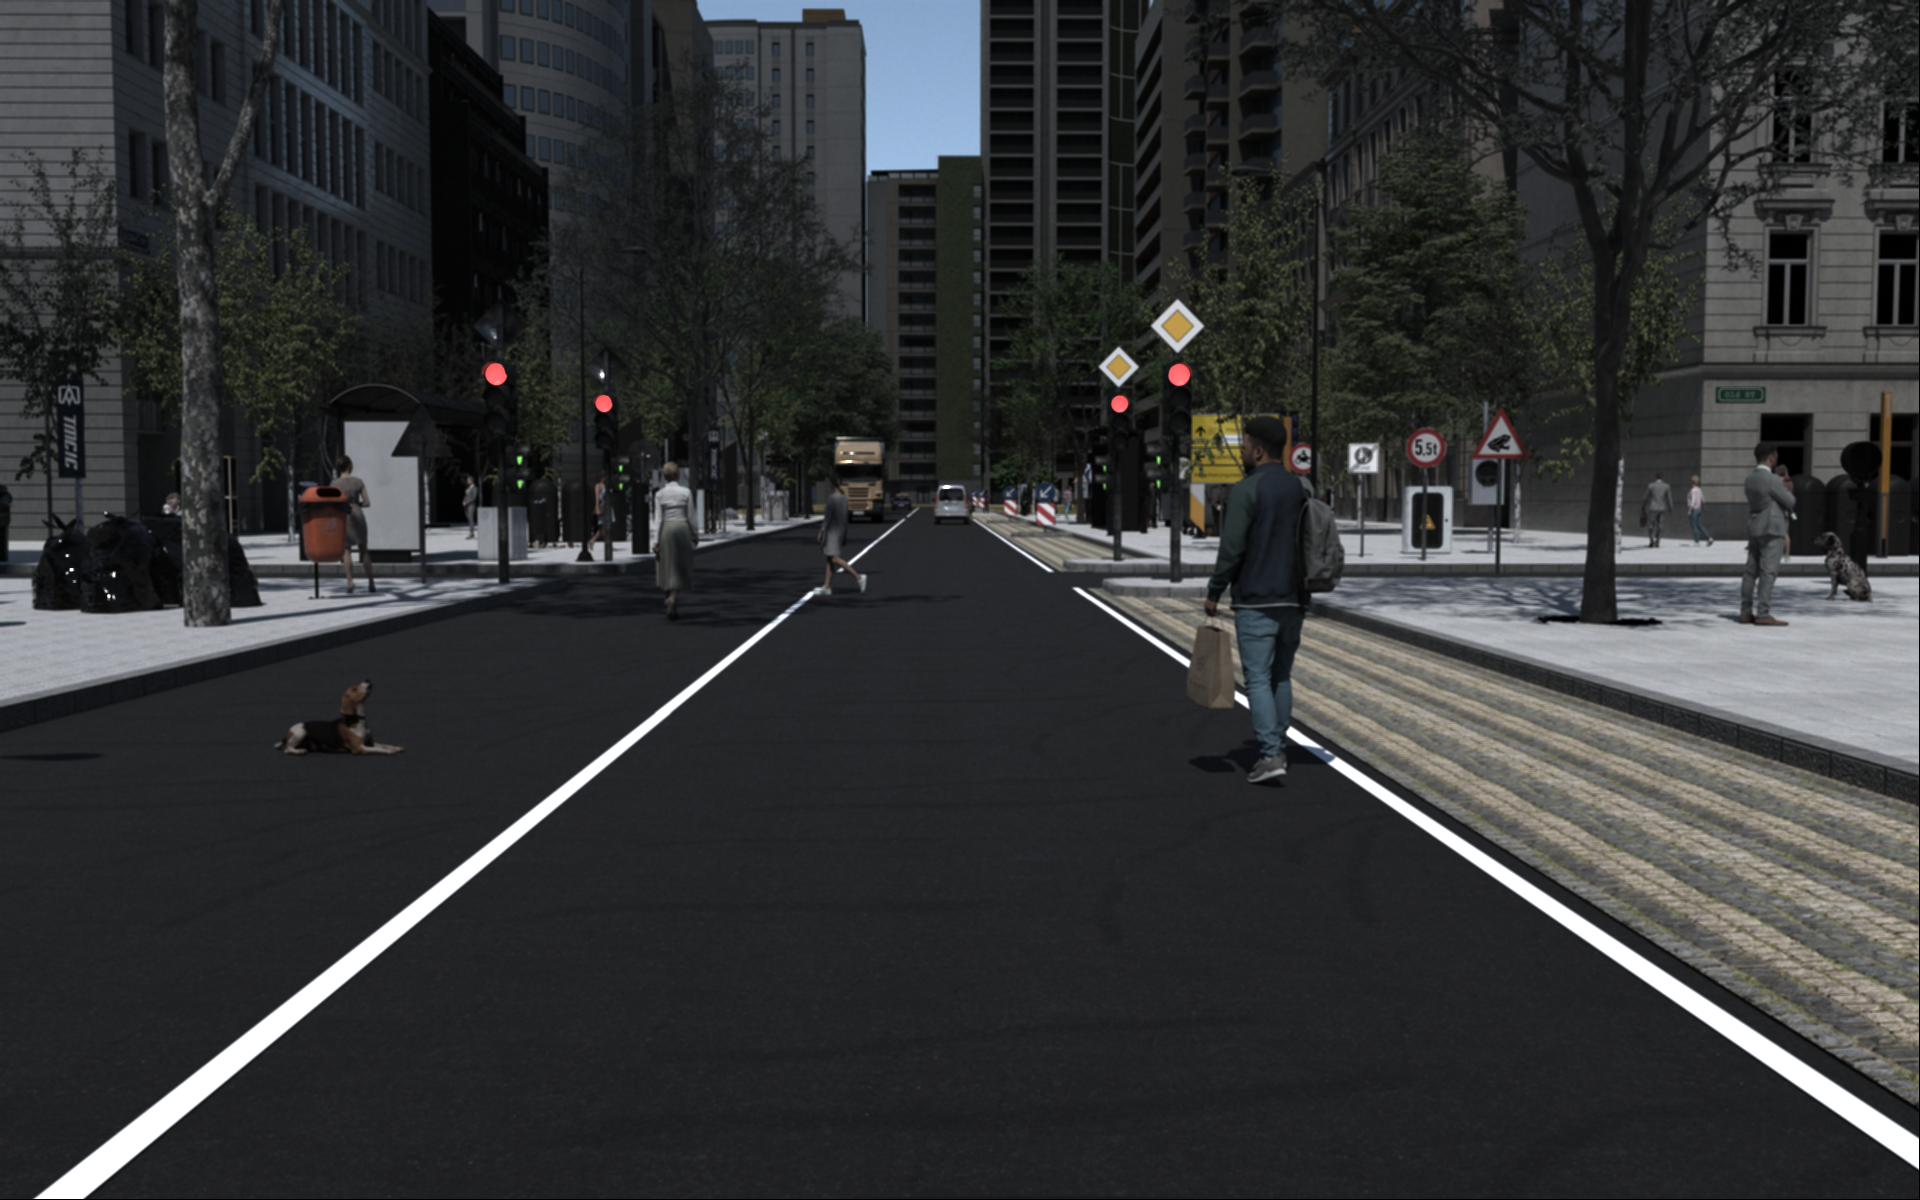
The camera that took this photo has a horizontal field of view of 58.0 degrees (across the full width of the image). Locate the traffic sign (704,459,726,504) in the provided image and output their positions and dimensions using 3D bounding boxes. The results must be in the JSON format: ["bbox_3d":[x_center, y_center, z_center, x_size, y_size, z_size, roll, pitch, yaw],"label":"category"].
[{"bbox_3d":[-8.497,-3.667,60.056,0.768,2.556,0.104,0,4,4],"label":"traffic sign"}]

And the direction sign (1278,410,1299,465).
[{"bbox_3d":[8.932,-3.380,47.262,0.379,3.537,0.876,-2,4,-27],"label":"direction sign"}]

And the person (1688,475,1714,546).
[{"bbox_3d":[18.150,-2.182,42.395,0.598,1.740,0.731,2,4,32],"label":"person"}]

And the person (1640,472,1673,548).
[{"bbox_3d":[16.734,-2.168,41.614,0.709,1.813,0.853,1,4,13],"label":"person"}]

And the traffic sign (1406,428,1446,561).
[{"bbox_3d":[8.957,-2.035,33.373,0.768,2.556,0.104,0,4,3],"label":"traffic sign"}]

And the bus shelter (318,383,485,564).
[{"bbox_3d":[-10.715,-2.476,34.404,2.014,3.302,5.546,0,4,-1],"label":"bus shelter"}]

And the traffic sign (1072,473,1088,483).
[{"bbox_3d":[6.007,-5.261,86.018,0.884,2.594,0.081,0,4,6],"label":"traffic sign"}]

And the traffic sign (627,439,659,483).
[{"bbox_3d":[-7.361,-2.454,40.232,0.768,2.556,0.104,0,4,6],"label":"traffic sign"}]

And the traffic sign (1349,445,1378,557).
[{"bbox_3d":[8.188,-2.023,35.213,0.606,2.300,0.079,0,4,6],"label":"traffic sign"}]

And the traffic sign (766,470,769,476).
[{"bbox_3d":[-9.731,-5.461,89.387,0.768,2.556,0.104,0,4,0],"label":"traffic sign"}]

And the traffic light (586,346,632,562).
[{"bbox_3d":[-6.670,-2.686,32.844,0.839,4.253,0.868,0,4,-1],"label":"traffic light"}]

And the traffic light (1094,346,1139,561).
[{"bbox_3d":[2.991,-2.696,32.995,0.839,4.253,0.868,0,4,-1],"label":"traffic light"}]

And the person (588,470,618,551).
[{"bbox_3d":[-8.068,-2.007,38.959,0.778,1.811,0.616,1,4,21],"label":"person"}]

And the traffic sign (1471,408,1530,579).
[{"bbox_3d":[8.162,-1.604,26.230,0.884,2.594,0.081,0,4,0],"label":"traffic sign"}]

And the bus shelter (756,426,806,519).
[{"bbox_3d":[-9.684,-7.119,94.025,2.179,5.291,8.768,0,4,-1],"label":"bus shelter"}]

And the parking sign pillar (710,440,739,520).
[{"bbox_3d":[-11.819,-6.008,86.695,1.447,3.967,1.447,-1,4,-19],"label":"parking sign pillar"}]

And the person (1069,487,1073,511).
[{"bbox_3d":[8.612,-7.831,134.166,0.705,1.812,1.348,0,4,7],"label":"person"}]

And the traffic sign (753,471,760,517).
[{"bbox_3d":[-11.313,-5.841,95.508,0.884,2.594,0.081,0,4,2],"label":"traffic sign"}]

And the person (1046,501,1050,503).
[{"bbox_3d":[7.840,-9.082,154.534,1.348,1.824,0.705,-2,4,-34],"label":"person"}]

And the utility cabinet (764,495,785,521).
[{"bbox_3d":[-8.723,-4.303,81.522,1.020,1.237,0.306,2,4,27],"label":"utility cabinet"}]

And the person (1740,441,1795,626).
[{"bbox_3d":[7.959,-0.659,17.006,0.466,1.800,0.511,-1,4,-21],"label":"person"}]

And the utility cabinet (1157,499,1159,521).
[{"bbox_3d":[9.273,-4.431,83.605,0.306,1.237,1.020,-1,4,-19],"label":"utility cabinet"}]

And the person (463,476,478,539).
[{"bbox_3d":[-14.028,-2.634,49.387,0.520,1.790,0.573,2,4,31],"label":"person"}]

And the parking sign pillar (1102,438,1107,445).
[{"bbox_3d":[7.357,-5.731,82.168,1.447,3.967,1.447,0,4,7],"label":"parking sign pillar"}]

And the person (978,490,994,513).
[{"bbox_3d":[1.951,-7.272,128.085,1.217,1.739,0.721,1,4,12],"label":"person"}]

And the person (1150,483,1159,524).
[{"bbox_3d":[8.360,-4.181,74.822,0.576,1.772,0.534,-2,4,-35],"label":"person"}]

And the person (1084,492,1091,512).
[{"bbox_3d":[8.879,-7.008,121.445,1.217,1.723,0.721,0,4,-2],"label":"person"}]

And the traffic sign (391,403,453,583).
[{"bbox_3d":[-7.698,-1.516,24.790,0.884,2.594,0.081,0,4,1],"label":"traffic sign"}]

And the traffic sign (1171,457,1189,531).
[{"bbox_3d":[7.680,-3.659,59.923,0.768,2.556,0.104,0,4,5],"label":"traffic sign"}]

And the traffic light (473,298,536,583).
[{"bbox_3d":[-6.558,-2.198,24.859,0.839,4.253,0.868,0,4,-1],"label":"traffic light"}]

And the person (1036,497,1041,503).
[{"bbox_3d":[5.359,-6.816,118.303,0.721,1.723,1.217,-1,4,-9],"label":"person"}]

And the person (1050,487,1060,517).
[{"bbox_3d":[5.370,-5.560,96.800,0.795,1.843,0.661,3,5,44],"label":"person"}]

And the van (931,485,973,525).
[{"bbox_3d":[-0.376,-4.632,82.741,2.013,2.044,4.112,0,4,1],"label":"van"}]

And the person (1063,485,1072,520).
[{"bbox_3d":[5.357,-4.877,86.616,0.643,1.720,0.563,-3,4,-38],"label":"person"}]

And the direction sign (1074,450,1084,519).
[{"bbox_3d":[6.152,-5.974,89.666,0.379,3.537,0.876,-2,4,-31],"label":"direction sign"}]

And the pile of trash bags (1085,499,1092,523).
[{"bbox_3d":[6.585,-4.202,78.453,1.912,1.369,3.447,0,4,0],"label":"pile of trash bags"}]

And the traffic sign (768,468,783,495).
[{"bbox_3d":[-8.905,-5.107,83.599,0.768,2.556,0.104,0,4,1],"label":"traffic sign"}]

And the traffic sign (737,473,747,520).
[{"bbox_3d":[-10.519,-5.018,84.167,0.606,2.300,0.079,0,4,2],"label":"traffic sign"}]

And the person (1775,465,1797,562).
[{"bbox_3d":[15.456,-1.627,32.612,0.573,1.828,0.580,1,4,13],"label":"person"}]

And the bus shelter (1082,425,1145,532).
[{"bbox_3d":[5.483,-4.332,62.112,1.731,3.624,6.357,0,4,-1],"label":"bus shelter"}]

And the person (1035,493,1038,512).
[{"bbox_3d":[5.639,-7.270,125.354,0.568,1.767,0.683,-2,4,-33],"label":"person"}]

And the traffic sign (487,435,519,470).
[{"bbox_3d":[-9.831,-2.280,37.384,0.768,2.556,0.104,0,4,0],"label":"traffic sign"}]

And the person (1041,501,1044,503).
[{"bbox_3d":[6.529,-7.853,135.162,0.721,1.736,1.217,-2,4,-24],"label":"person"}]

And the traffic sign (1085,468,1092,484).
[{"bbox_3d":[6.485,-5.174,84.696,0.768,2.556,0.104,0,4,4],"label":"traffic sign"}]

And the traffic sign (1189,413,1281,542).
[{"bbox_3d":[6.910,-3.041,43.596,2.265,3.308,0.079,0,4,3],"label":"traffic sign"}]

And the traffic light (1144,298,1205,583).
[{"bbox_3d":[3.102,-2.207,25.010,0.839,4.253,0.868,0,4,-1],"label":"traffic light"}]

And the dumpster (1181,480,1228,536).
[{"bbox_3d":[7.600,-2.936,53.760,1.264,1.857,1.865,0,4,-1],"label":"dumpster"}]

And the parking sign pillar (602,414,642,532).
[{"bbox_3d":[-11.429,-4.291,58.633,1.447,3.967,1.447,-1,4,-17],"label":"parking sign pillar"}]

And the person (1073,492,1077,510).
[{"bbox_3d":[9.362,-8.191,139.960,1.348,1.824,0.705,3,5,43],"label":"person"}]

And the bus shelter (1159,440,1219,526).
[{"bbox_3d":[8.698,-4.409,66.006,2.014,3.302,5.546,0,4,-1],"label":"bus shelter"}]

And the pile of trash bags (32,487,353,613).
[{"bbox_3d":[-8.754,-0.632,20.089,3.447,1.369,1.912,-3,5,-43],"label":"pile of trash bags"}]

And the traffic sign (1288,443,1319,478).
[{"bbox_3d":[8.526,-2.629,43.082,0.768,2.556,0.104,0,4,3],"label":"traffic sign"}]
